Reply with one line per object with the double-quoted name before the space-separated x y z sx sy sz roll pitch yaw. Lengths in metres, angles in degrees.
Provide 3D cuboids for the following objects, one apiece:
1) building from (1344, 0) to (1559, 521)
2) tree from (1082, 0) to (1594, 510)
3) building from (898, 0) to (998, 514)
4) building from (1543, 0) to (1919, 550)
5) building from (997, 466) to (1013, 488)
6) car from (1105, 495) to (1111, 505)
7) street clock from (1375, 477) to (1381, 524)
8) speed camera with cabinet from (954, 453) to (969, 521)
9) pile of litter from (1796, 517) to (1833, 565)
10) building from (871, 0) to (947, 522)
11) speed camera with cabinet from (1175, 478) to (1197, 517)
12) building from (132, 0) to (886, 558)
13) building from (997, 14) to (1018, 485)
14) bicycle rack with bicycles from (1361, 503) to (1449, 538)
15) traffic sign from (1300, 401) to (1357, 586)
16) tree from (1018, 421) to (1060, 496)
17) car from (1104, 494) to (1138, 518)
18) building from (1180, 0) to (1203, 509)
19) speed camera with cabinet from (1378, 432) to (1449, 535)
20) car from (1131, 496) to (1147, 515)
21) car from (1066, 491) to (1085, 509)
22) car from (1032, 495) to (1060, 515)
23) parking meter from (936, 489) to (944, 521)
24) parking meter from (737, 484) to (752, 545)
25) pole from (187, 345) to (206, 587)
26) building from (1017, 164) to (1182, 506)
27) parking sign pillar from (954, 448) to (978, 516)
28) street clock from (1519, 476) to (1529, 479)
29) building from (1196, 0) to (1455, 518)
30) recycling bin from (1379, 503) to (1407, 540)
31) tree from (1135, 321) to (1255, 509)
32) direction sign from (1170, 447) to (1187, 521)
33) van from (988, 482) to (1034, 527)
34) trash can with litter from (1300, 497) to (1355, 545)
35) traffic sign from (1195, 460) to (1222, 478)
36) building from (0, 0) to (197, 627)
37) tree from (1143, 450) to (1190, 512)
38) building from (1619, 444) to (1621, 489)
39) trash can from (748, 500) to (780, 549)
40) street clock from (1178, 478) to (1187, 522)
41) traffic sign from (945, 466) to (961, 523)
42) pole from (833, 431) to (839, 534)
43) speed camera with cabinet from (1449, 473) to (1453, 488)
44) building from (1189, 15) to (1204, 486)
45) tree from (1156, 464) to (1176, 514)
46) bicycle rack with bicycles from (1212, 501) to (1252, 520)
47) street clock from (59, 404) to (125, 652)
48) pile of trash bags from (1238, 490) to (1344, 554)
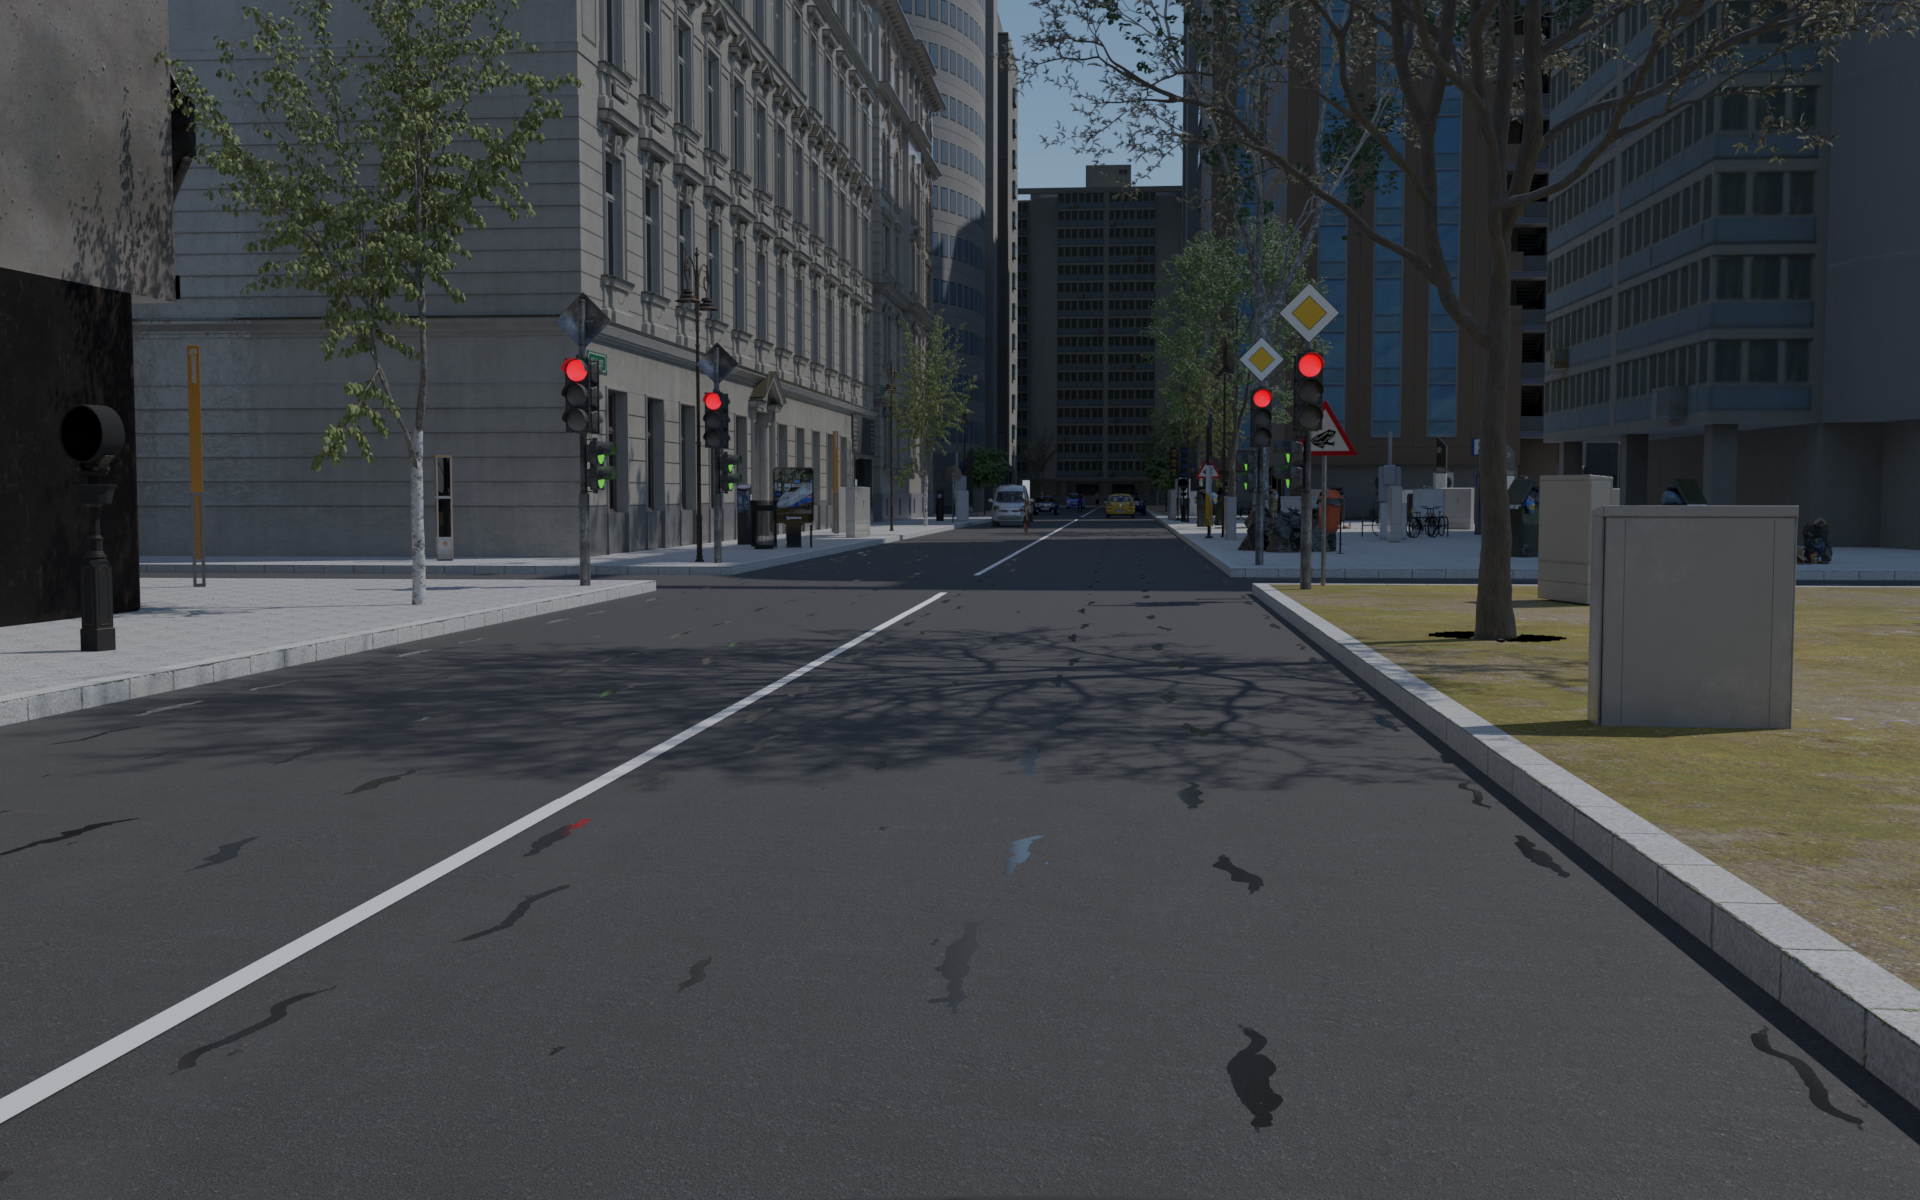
"building" 23.033 -26.786 88.060 14.600 45.320 14.200 0 4 5
"tree" 8.419 -11.291 40.491 12.611 20.169 13.585 0 3 0
"building" -8.859 -35.424 121.173 21.231 58.520 28.212 0 4 5
"building" 30.165 -21.668 46.146 23.993 40.220 32.217 0 4 5
"building" -6.021 -43.244 145.289 20.563 71.187 20.611 0 4 5
"car" 12.882 -7.976 142.416 2.014 1.417 4.499 0 4 7
"street clock" 17.915 -4.248 74.018 0.358 2.002 0.471 0 4 -7
"speed camera with cabinet" 0.069 -5.390 82.466 0.660 3.252 2.038 0 4 -4
"pile of litter" 15.601 -1.112 32.145 1.719 0.858 1.176 -3 5 -43
"building" -8.674 -18.483 89.582 14.401 28.519 23.554 0 4 5
"speed camera with cabinet" 13.252 -6.393 98.857 0.660 3.252 2.038 -3 5 -42
"building" -13.407 -17.104 56.058 17.030 29.872 44.131 0 4 5
"building" -5.468 -33.459 170.751 21.600 48.544 21.300 0 4 5
"bicycle rack with bicycles" 13.513 -2.348 51.772 2.925 0.926 2.852 -2 4 -35
"traffic sign" 5.080 -1.478 24.169 0.884 2.594 0.081 0 4 8
"tree" 8.043 -13.727 174.804 4.360 8.622 3.978 0 3 0
"car" 9.592 -5.695 103.340 2.015 1.641 3.980 0 4 6
"building" 31.417 -37.953 162.536 21.231 58.520 28.212 0 4 5
"speed camera with cabinet" 14.328 -3.704 54.896 2.038 3.252 0.660 1 4 16
"car" 11.711 -6.407 117.341 1.945 1.354 3.894 0 4 4
"car" 11.363 -9.817 170.099 1.945 1.707 3.694 0 4 7
"car" 5.919 -6.518 119.145 1.945 1.354 3.894 0 4 5
"parking meter" -0.949 -4.503 82.031 0.372 1.533 0.369 0 3 0
"parking meter" -5.461 -2.169 43.880 0.372 1.533 0.369 0 3 0
"pole" -10.522 -1.836 23.858 0.158 3.312 0.155 0 3 0
"building" 17.591 -31.508 207.037 23.993 40.220 32.217 0 4 5
"parking sign pillar" 0.346 -6.821 99.989 1.447 3.967 1.447 1 4 19
"street clock" 22.257 -3.902 68.371 0.358 2.002 0.471 3 5 45
"building" 22.871 -28.241 111.855 14.600 45.320 14.200 0 4 5
"recycling bin" 12.220 -2.225 48.932 0.722 1.027 0.722 1 4 10
"tree" 10.533 -7.555 73.884 4.737 8.622 4.395 0 3 0
"direction sign" 10.518 -5.594 83.462 0.876 3.537 0.379 2 4 26
"van" 2.290 -4.289 77.137 2.013 2.044 4.112 0 4 4
"trash can with litter" 8.916 -2.061 44.757 1.678 1.210 2.233 -1 4 -9
"traffic sign" 8.380 -3.573 58.421 0.884 2.594 0.081 1 4 13
"building" -17.796 -8.969 14.097 16.811 18.784 16.820 0 4 5
"tree" 14.973 -8.694 125.867 4.285 4.588 4.351 0 3 0
"building" 61.659 -44.422 164.556 20.611 71.187 20.563 0 4 5
"trash can" -4.568 -1.755 40.348 0.748 1.137 0.748 0 3 0
"street clock" 10.261 -4.580 79.452 0.471 2.002 0.358 3 5 42
"traffic sign" -0.317 -4.769 78.071 0.768 2.556 0.104 1 4 14
"pole" -4.019 -3.805 56.054 0.158 3.312 0.155 0 3 0
"speed camera with cabinet" 19.050 -4.671 70.714 2.038 3.252 0.660 0 4 -2
"building" 29.856 -31.435 133.563 23.786 49.044 30.456 0 4 5
"tree" 13.337 -7.024 109.444 1.663 3.219 1.824 0 3 0
"bicycle rack with bicycles" 13.832 -4.426 85.743 2.852 0.926 2.925 -1 4 -11
"street clock" -7.064 -0.585 14.137 0.471 2.002 0.358 1 4 21
"pile of trash bags" 7.572 -1.750 38.371 1.912 1.369 3.447 -1 4 -14
